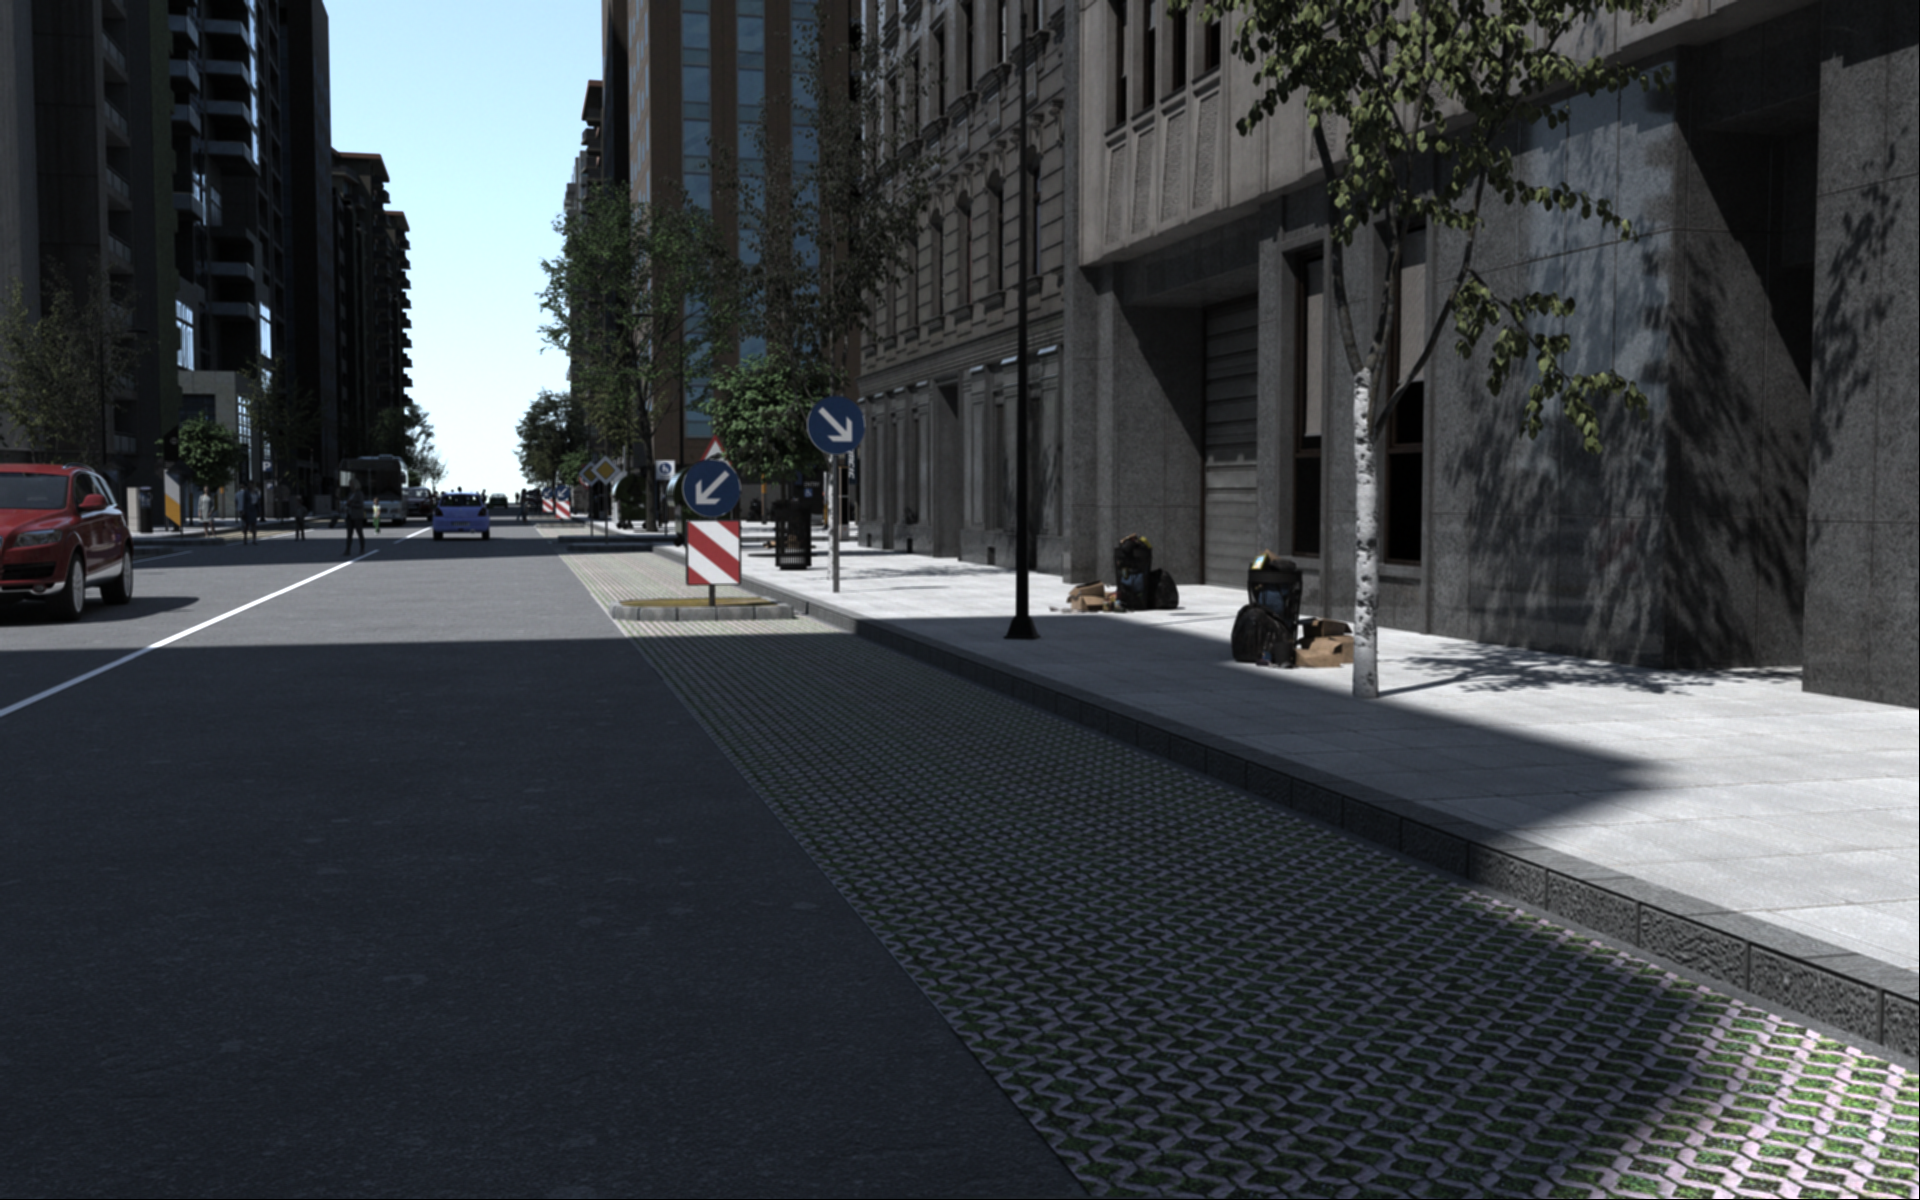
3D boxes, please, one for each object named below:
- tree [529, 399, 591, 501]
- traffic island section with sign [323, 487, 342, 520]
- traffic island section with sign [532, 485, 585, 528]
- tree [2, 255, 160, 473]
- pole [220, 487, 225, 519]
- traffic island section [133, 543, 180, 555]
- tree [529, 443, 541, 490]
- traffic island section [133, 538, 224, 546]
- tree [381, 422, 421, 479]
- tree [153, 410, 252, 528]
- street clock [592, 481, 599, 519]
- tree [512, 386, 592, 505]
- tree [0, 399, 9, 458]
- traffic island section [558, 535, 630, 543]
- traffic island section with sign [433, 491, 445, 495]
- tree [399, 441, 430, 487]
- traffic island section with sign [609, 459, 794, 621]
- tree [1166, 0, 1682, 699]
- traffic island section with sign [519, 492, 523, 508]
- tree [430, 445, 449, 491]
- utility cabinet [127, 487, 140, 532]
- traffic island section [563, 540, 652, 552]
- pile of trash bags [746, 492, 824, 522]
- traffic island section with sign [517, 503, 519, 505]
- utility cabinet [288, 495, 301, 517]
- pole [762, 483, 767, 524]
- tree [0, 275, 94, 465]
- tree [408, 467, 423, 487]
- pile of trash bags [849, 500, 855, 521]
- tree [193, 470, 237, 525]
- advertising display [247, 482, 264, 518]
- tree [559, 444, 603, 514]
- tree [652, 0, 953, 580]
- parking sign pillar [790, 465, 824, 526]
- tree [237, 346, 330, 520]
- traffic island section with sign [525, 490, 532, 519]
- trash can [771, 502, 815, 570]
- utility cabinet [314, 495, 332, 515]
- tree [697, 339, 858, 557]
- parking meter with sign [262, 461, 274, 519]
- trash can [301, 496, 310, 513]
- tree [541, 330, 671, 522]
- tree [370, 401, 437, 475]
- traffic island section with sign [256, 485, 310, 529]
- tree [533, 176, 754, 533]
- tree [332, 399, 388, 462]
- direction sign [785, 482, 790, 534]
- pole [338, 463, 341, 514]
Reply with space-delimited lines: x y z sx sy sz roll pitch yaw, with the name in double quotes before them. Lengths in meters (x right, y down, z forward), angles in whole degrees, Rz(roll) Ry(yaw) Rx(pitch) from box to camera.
"tree" -30.266 -11.182 133.183 4.360 8.622 3.978 0 3 0
"traffic island section with sign" -34.741 -5.431 97.418 1.989 1.847 2.006 -1 4 -15
"traffic island section with sign" -17.038 -3.978 73.668 1.989 1.847 2.006 -1 4 -15
"tree" -26.524 -6.242 52.427 4.360 8.622 3.978 0 3 0
"pole" -37.646 -5.780 88.347 0.158 3.312 0.155 0 3 0
"traffic island section" -20.094 -1.172 41.449 2.009 0.180 2.903 -1 4 -15
"tree" -46.333 -14.982 195.320 4.737 8.622 4.395 0 3 0
"traffic island section" -22.112 -1.645 49.176 2.009 0.180 2.903 -1 4 -15
"tree" -57.708 -13.907 177.745 4.737 8.622 4.395 0 3 0
"tree" -28.761 -5.037 66.063 4.285 4.588 4.351 0 3 0
"street clock" -18.709 -5.150 88.777 0.358 2.002 0.471 2 4 28
"tree" -48.317 -18.308 205.985 9.857 13.997 8.962 0 3 0
"tree" -21.572 -3.180 35.709 4.285 4.588 4.351 0 3 0
"traffic island section" -11.039 -1.821 52.053 2.009 0.180 2.903 -1 4 -15
"traffic island section with sign" -68.283 -13.287 225.873 1.989 1.847 2.006 -1 4 -15
"tree" -68.716 -16.245 215.966 4.360 8.622 3.978 0 3 0
"traffic island section with sign" -3.100 -0.716 20.337 1.989 1.847 2.006 -1 4 -15
"tree" 2.582 -3.674 10.439 4.737 8.622 4.395 0 3 0
"traffic island section with sign" -36.563 -8.549 148.402 1.989 1.847 2.006 -1 4 -15
"tree" -74.909 -17.840 242.043 4.360 8.622 3.978 0 3 0
"utility cabinet" -27.839 -3.053 58.600 0.318 1.500 1.173 -3 5 -39
"traffic island section" -9.021 -1.348 44.326 2.009 0.180 2.903 -1 4 -15
"pile of trash bags" -8.240 -4.302 80.083 3.447 1.369 1.912 1 4 22
"traffic island section with sign" -43.472 -10.168 174.871 1.989 1.847 2.006 -1 4 -15
"utility cabinet" -36.520 -5.136 95.132 1.020 1.237 0.306 3 5 44
"pole" -8.293 -4.859 73.291 0.158 3.312 0.155 0 3 0
"tree" -30.974 -6.593 58.164 4.737 8.622 4.395 0 3 0
"tree" -65.835 -13.653 206.941 4.285 4.588 4.351 0 3 0
"pile of trash bags" -5.803 -4.468 82.803 1.912 1.369 3.447 -3 5 -40
"tree" -31.597 -4.783 72.804 1.663 3.219 1.824 0 3 0
"advertising display" -37.536 -5.325 92.285 0.123 1.923 0.974 2 4 26
"tree" -24.615 -7.930 113.364 4.285 4.588 4.351 0 3 0
"tree" -2.099 -4.614 25.803 4.360 8.622 3.978 0 3 0
"parking sign pillar" -6.140 -4.929 69.061 1.447 3.967 1.447 -2 4 -29
"tree" -34.096 -8.345 86.809 4.737 8.622 4.395 0 3 0
"traffic island section with sign" -23.979 -5.601 100.209 1.989 1.847 2.006 -1 4 -15
"trash can" -2.821 -1.079 29.300 0.748 1.137 0.748 0 3 0
"utility cabinet" -38.928 -5.786 105.766 1.020 1.237 0.306 -3 5 -44
"tree" -3.751 -3.183 35.762 4.285 4.588 4.351 0 3 0
"parking meter with sign" -36.253 -5.784 90.828 0.543 3.016 1.738 -2 4 -27
"trash can" -41.204 -5.938 108.737 0.748 1.137 0.748 0 3 0
"tree" -15.515 -7.825 78.296 4.737 8.622 4.395 0 3 0
"tree" -61.641 -16.269 191.747 9.928 11.665 9.643 0 3 0
"traffic island section with sign" -27.918 -3.835 71.338 1.989 1.847 2.006 -1 4 -15
"tree" -10.526 -8.079 57.851 9.928 11.665 9.643 0 3 0
"tree" -47.078 -11.317 135.398 4.360 8.622 3.978 0 3 0
"direction sign" -5.488 -3.888 55.573 0.379 3.537 0.876 -2 4 -27
"pole" -40.461 -7.288 112.998 0.158 3.312 0.155 0 3 0
